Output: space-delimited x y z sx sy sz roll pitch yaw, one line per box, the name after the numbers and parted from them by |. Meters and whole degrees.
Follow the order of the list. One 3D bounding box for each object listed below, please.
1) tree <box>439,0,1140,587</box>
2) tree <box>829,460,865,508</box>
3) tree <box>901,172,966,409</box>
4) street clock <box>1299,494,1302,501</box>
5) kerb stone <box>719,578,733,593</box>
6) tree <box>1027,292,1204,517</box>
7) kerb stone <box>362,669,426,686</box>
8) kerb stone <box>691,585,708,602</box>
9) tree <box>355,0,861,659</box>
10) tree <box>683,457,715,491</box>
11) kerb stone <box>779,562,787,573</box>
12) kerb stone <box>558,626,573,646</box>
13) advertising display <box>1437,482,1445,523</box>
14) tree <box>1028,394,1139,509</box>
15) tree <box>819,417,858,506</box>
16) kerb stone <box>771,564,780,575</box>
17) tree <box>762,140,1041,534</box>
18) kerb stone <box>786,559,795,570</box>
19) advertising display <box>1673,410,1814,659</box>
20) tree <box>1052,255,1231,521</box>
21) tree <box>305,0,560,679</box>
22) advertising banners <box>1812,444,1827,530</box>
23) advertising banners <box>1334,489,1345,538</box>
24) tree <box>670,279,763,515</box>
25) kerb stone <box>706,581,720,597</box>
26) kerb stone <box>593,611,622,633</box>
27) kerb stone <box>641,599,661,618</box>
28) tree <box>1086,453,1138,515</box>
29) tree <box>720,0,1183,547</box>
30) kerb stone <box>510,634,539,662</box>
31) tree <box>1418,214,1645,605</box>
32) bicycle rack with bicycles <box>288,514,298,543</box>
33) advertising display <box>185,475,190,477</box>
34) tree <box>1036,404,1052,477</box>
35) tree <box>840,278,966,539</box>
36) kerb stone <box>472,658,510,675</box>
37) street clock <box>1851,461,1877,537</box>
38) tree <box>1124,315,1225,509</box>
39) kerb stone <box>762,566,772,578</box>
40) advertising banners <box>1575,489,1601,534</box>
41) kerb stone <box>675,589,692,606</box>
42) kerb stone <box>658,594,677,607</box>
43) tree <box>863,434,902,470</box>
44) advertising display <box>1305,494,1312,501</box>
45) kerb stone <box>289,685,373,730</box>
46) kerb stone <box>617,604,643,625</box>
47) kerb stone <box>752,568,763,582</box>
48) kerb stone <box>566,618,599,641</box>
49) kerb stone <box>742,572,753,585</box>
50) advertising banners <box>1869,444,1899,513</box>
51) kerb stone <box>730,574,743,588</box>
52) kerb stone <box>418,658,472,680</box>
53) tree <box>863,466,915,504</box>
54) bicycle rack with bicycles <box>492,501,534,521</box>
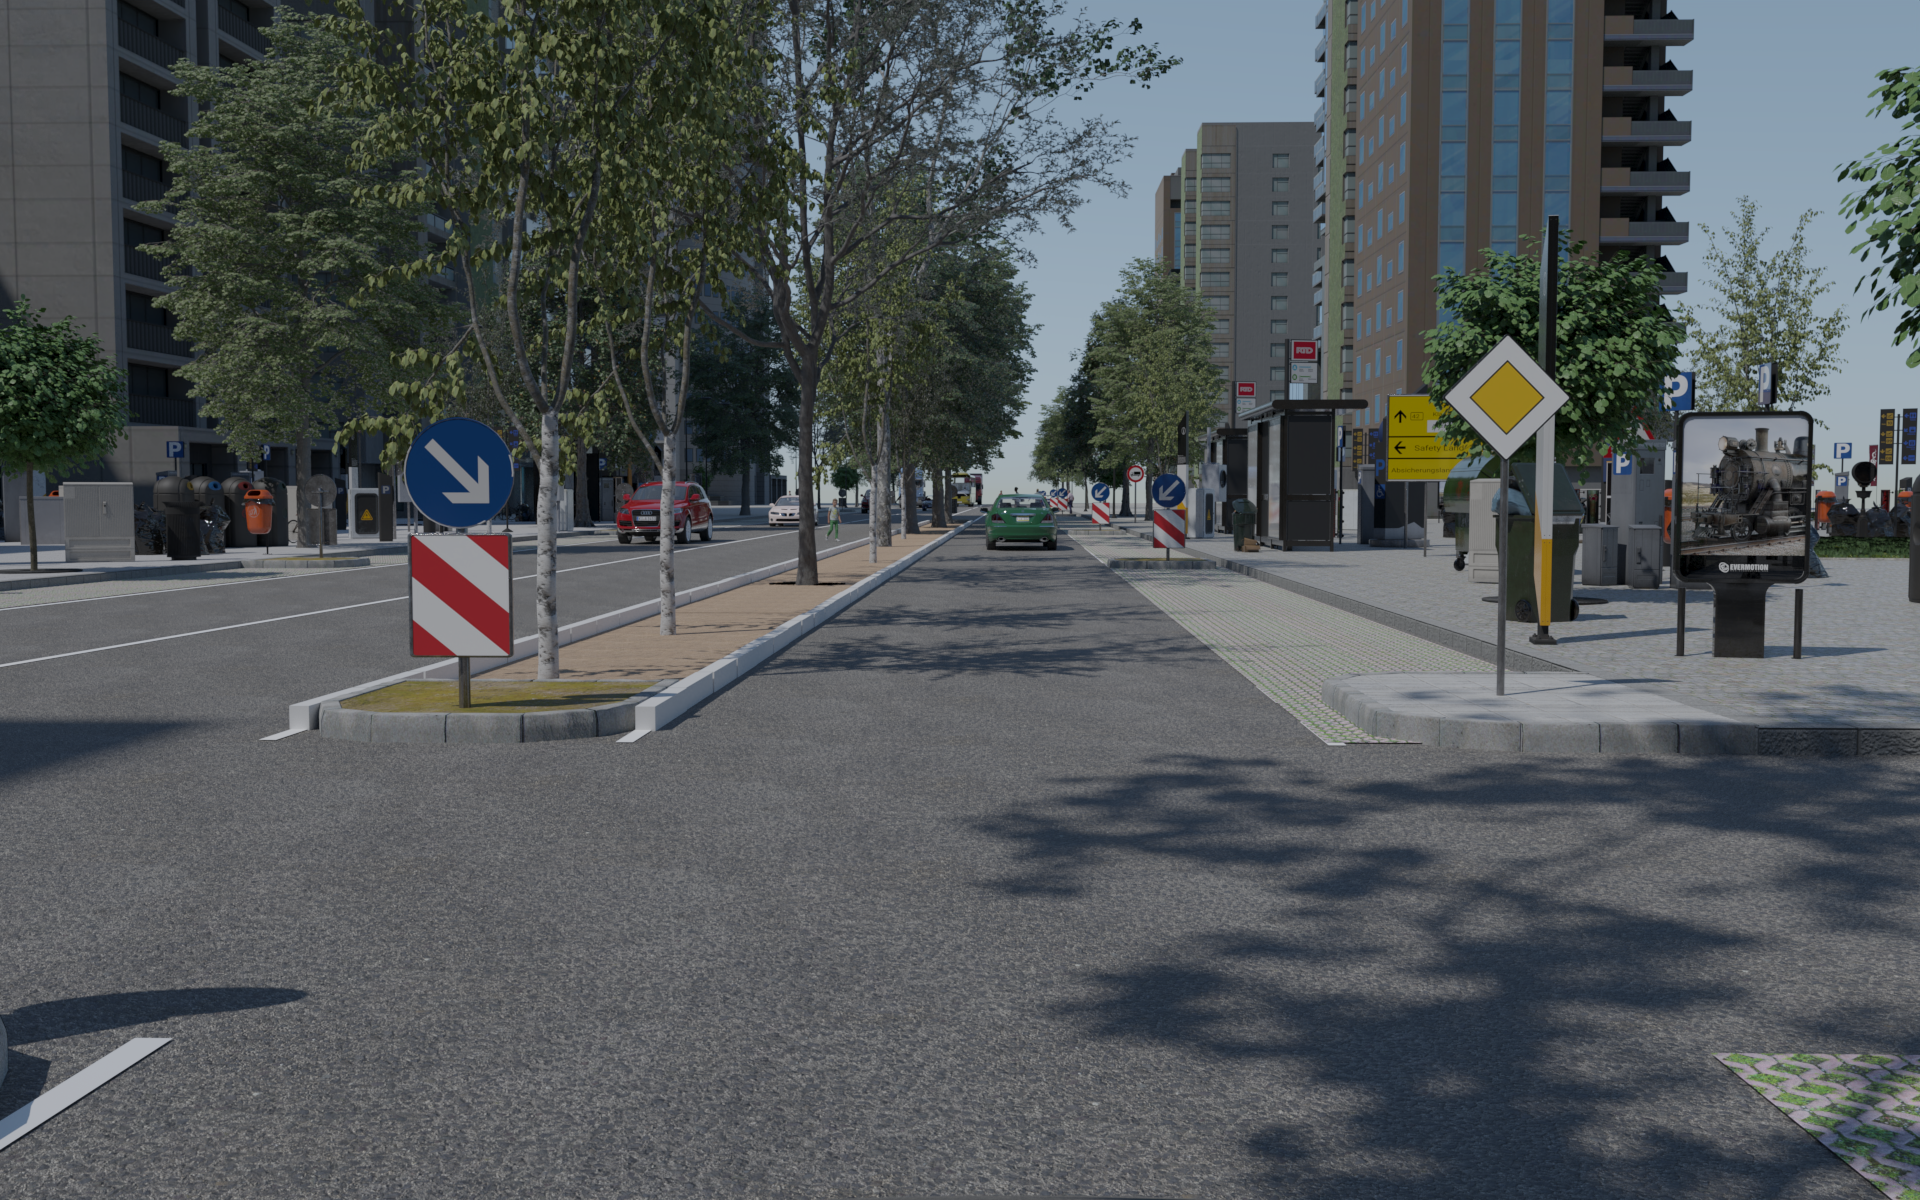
-2.423 -6.977 26.903 12.009 13.543 11.850 0 3 0 | tree
-10.758 -11.034 164.125 4.285 4.588 4.351 0 3 0 | tree
-1.826 -5.071 35.724 4.737 8.622 4.395 0 3 0 | tree
10.399 -2.960 52.963 0.471 2.002 0.358 -1 4 -18 | street clock
-3.505 -0.187 25.321 0.120 0.150 1.000 0 4 2 | kerb stone
9.569 -11.100 98.485 9.611 12.733 9.660 0 3 0 | tree
-3.953 0.622 12.022 0.120 0.150 1.000 0 4 2 | kerb stone
-3.577 -0.066 23.278 0.120 0.150 1.000 0 4 2 | kerb stone
-2.984 -3.955 17.491 4.737 8.622 4.395 0 3 0 | tree
-13.818 -5.923 91.445 1.663 3.219 1.824 0 3 0 | tree
-3.312 -0.568 31.480 0.120 0.150 1.000 0 4 2 | kerb stone
-3.815 0.374 16.126 0.120 0.150 1.000 0 4 2 | kerb stone
21.603 -4.369 76.645 0.974 1.923 0.123 -1 4 -10 | advertising display
10.961 -13.176 149.841 8.767 10.594 7.601 -1 4 -18 | tree
-11.129 -16.042 180.405 7.486 12.596 7.792 0 3 0 | tree
-3.337 -0.505 30.458 0.120 0.150 1.000 0 4 2 | kerb stone
-1.766 -9.332 61.686 9.857 13.997 8.962 0 3 0 | tree
-3.270 -0.631 32.504 0.120 0.150 1.000 0 4 2 | kerb stone
6.108 -0.509 13.542 0.974 1.923 0.123 1 4 15 | advertising display
9.407 -10.073 82.813 7.486 12.596 7.792 0 3 0 | tree
-3.045 -3.660 12.663 4.737 8.622 4.395 0 3 0 | tree
30.438 -3.989 61.404 0.090 3.025 2.074 3 5 43 | advertising banners
10.988 -3.350 50.955 0.090 3.025 2.074 0 4 -3 | advertising banners
-12.969 -12.077 104.109 9.857 13.997 8.962 0 3 0 | tree
-3.544 -0.126 24.299 0.120 0.150 1.000 0 4 2 | kerb stone
-3.746 0.246 18.171 0.120 0.150 1.000 0 4 2 | kerb stone
-3.687 0.122 20.214 0.120 0.150 1.000 0 4 2 | kerb stone
9.684 -7.632 108.502 4.285 4.588 4.351 0 3 0 | tree
-0.868 -11.437 45.349 12.611 20.169 13.585 0 3 0 | tree
-3.855 0.434 15.104 0.120 0.150 1.000 0 4 2 | kerb stone
6.919 -2.247 20.453 4.285 4.588 4.351 0 3 0 | tree
-17.887 -1.969 45.576 2.852 0.926 2.925 1 4 8 | bicycle rack with bicycles
-26.730 -3.360 60.148 0.123 1.923 0.974 -2 4 -34 | advertising display
11.215 -16.068 180.841 7.486 12.596 7.792 0 3 0 | tree
-1.774 -6.212 54.386 4.360 8.622 3.978 0 3 0 | tree
-3.888 0.498 14.082 0.120 0.150 1.000 0 4 2 | kerb stone
19.964 -2.062 38.284 0.471 2.002 0.358 1 4 12 | street clock
8.505 -7.386 71.123 4.737 8.622 4.395 0 3 0 | tree
-3.376 -0.443 29.437 0.120 0.150 1.000 0 4 2 | kerb stone
18.825 -3.479 53.063 2.074 3.025 0.090 -1 4 -22 | advertising banners
-3.625 -0.004 22.257 0.120 0.150 1.000 0 4 2 | kerb stone
-3.654 0.059 21.235 0.120 0.150 1.000 0 4 2 | kerb stone
-9.227 -16.346 201.675 8.767 10.594 7.601 2 4 29 | tree
11.925 -3.304 59.231 0.123 1.923 0.974 0 4 5 | advertising display
-3.989 0.685 10.997 0.120 0.150 1.000 0 4 2 | kerb stone
-3.714 0.184 19.192 0.120 0.150 1.000 0 4 2 | kerb stone
-3.402 -0.380 28.415 0.120 0.150 1.000 0 4 2 | kerb stone
-3.778 0.310 17.149 0.120 0.150 1.000 0 4 2 | kerb stone
-3.447 -0.317 27.378 0.120 0.150 1.000 0 4 2 | kerb stone
32.383 -3.937 60.556 0.090 3.025 2.074 0 4 -5 | advertising banners
-3.478 -0.254 26.355 0.120 0.150 1.000 0 4 2 | kerb stone
-3.916 0.560 13.051 0.120 0.150 1.000 0 4 2 | kerb stone
-9.061 -19.412 234.397 9.611 12.733 9.660 0 3 0 | tree
-21.877 -4.378 84.955 2.925 0.926 2.852 0 4 -2 | bicycle rack with bicycles
